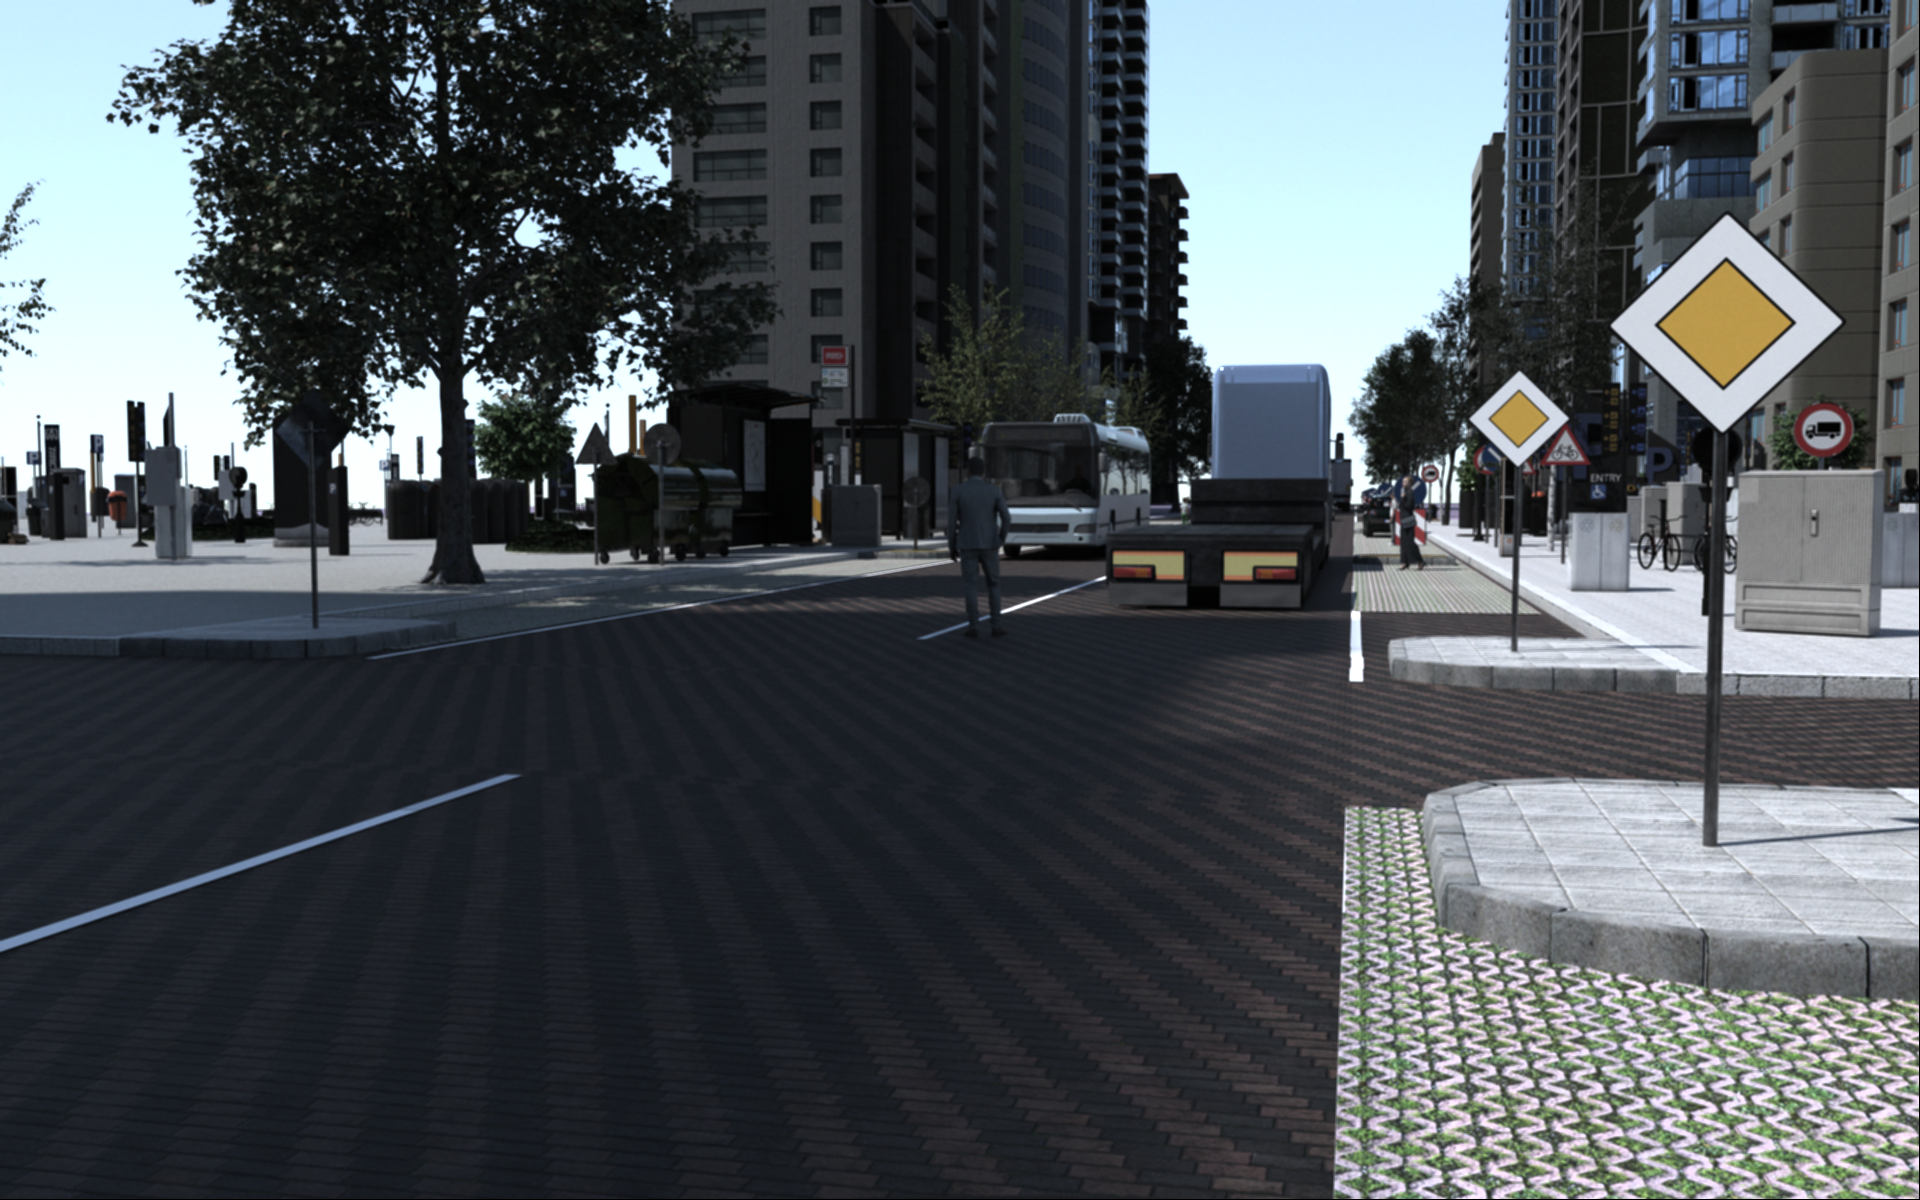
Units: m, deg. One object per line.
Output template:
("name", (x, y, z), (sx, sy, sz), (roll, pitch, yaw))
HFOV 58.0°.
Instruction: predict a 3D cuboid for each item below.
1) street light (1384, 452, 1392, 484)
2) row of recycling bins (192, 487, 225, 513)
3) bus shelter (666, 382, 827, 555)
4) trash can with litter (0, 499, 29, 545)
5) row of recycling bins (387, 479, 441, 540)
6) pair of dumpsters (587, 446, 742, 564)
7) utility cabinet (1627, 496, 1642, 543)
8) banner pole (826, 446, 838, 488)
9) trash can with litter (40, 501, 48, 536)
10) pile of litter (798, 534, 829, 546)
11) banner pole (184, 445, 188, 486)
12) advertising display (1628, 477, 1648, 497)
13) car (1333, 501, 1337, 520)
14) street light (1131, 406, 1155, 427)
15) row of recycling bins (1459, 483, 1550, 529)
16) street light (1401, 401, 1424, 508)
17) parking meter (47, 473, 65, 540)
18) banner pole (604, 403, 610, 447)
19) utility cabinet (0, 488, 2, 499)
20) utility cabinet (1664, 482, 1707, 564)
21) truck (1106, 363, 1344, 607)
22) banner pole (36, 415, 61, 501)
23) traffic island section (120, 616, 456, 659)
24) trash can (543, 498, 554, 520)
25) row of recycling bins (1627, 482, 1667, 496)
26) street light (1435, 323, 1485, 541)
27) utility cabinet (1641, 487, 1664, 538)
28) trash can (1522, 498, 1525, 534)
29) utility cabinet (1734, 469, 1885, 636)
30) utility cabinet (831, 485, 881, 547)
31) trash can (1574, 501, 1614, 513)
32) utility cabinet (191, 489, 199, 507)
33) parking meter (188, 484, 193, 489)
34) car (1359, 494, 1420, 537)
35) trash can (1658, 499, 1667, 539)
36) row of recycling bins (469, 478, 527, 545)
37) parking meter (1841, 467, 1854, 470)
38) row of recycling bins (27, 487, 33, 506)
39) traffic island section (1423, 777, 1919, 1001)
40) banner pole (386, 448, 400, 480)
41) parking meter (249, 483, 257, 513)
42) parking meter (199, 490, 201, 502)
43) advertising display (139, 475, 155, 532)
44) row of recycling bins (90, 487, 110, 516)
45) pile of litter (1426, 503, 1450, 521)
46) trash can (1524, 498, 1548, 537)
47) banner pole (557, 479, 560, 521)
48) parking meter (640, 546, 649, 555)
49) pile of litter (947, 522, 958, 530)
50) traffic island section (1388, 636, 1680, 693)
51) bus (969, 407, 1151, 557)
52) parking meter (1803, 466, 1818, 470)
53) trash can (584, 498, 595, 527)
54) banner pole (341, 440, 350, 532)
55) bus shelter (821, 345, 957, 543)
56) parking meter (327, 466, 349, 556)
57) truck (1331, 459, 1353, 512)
("street light", (30.817, -9.169, 122.448), (1.470, 5.913, 1.316), (1, 4, 13))
("row of recycling bins", (-42.066, -5.352, 94.625), (3.534, 1.692, 1.069), (-1, 4, -15))
("bus shelter", (-4.773, -2.958, 39.644), (1.731, 3.624, 6.357), (1, 4, 13))
("trash can with litter", (-24.227, -2.008, 44.221), (1.055, 1.170, 0.624), (1, 4, 22))
("row of recycling bins", (-15.634, -2.632, 50.138), (1.069, 1.692, 3.534), (0, 4, 5))
("pair of dumpsters", (-5.677, -1.901, 33.577), (1.574, 2.255, 4.437), (1, 4, 13))
("utility cabinet", (17.440, -2.116, 45.766), (1.020, 1.237, 0.306), (1, 4, 12))
("banner pole", (-6.594, -6.107, 89.862), (0.863, 3.779, 0.401), (2, 4, 29))
("trash can with litter", (-28.095, -2.552, 53.115), (1.055, 1.170, 0.624), (1, 4, 20))
("pile of litter", (-3.912, -1.830, 43.889), (1.176, 0.858, 1.719), (0, 4, 5))
("banner pole", (-39.815, -6.061, 89.117), (0.401, 3.779, 0.863), (-2, 4, -30))
("advertising display", (25.196, -3.635, 64.648), (0.974, 1.923, 0.123), (-1, 4, -11))
("car", (19.268, -5.109, 93.318), (2.009, 1.686, 4.222), (1, 4, 15))
("street light", (9.637, -7.302, 91.934), (1.470, 5.913, 1.316), (1, 4, 13))
("row of recycling bins", (20.360, -3.497, 64.288), (3.534, 1.692, 1.069), (1, 4, 17))
("street light", (22.476, -6.947, 86.126), (1.470, 5.913, 1.316), (1, 4, 13))
("parking meter", (-25.140, -2.597, 48.169), (0.399, 1.863, 0.255), (3, 4, 36))
("banner pole", (-9.749, -3.537, 47.847), (0.401, 3.779, 0.863), (-1, 4, -21))
("utility cabinet", (-34.887, -3.307, 62.750), (0.318, 1.500, 1.173), (3, 5, 43))
("utility cabinet", (13.241, -1.399, 31.551), (0.318, 1.500, 1.173), (3, 5, 42))
("truck", (5.107, -2.478, 30.278), (2.967, 4.110, 18.799), (1, 4, 13))
("banner pole", (-28.806, -3.956, 54.700), (0.863, 3.779, 0.401), (0, 4, -5))
("traffic island section", (-6.180, 0.350, 16.554), (2.009, 0.180, 2.903), (1, 4, 13))
("trash can", (-15.571, -3.259, 64.934), (0.748, 1.137, 0.748), (0, 3, 0))
("row of recycling bins", (23.360, -3.057, 57.095), (3.534, 1.692, 1.069), (2, 4, 26))
("street light", (13.617, -4.563, 47.140), (1.470, 5.913, 1.316), (1, 4, 13))
("utility cabinet", (20.474, -2.552, 50.397), (1.173, 1.500, 0.318), (0, 4, 5))
("trash can", (18.222, -2.707, 55.907), (0.748, 1.137, 0.748), (0, 3, 0))
("utility cabinet", (7.767, -0.440, 15.869), (0.318, 1.500, 1.173), (-3, 5, -44))
("utility cabinet", (-2.502, -2.021, 41.729), (1.173, 1.500, 0.318), (1, 4, 15))
("trash can", (12.622, -1.398, 34.507), (0.748, 1.137, 0.748), (0, 3, 0))
("utility cabinet", (-36.776, -4.516, 82.522), (1.173, 1.500, 0.318), (2, 4, 28))
("parking meter", (-44.998, -5.851, 101.370), (0.255, 1.863, 0.399), (-2, 4, -25))
("car", (14.446, -2.956, 58.118), (2.009, 1.686, 4.222), (1, 4, 11))
("trash can", (19.368, -2.167, 47.081), (0.748, 1.137, 0.748), (0, 3, 0))
("row of recycling bins", (-12.315, -2.357, 45.642), (1.069, 1.692, 3.534), (0, 4, 7))
("parking meter", (19.089, -1.944, 37.490), (0.399, 1.863, 0.255), (0, 4, 6))
("row of recycling bins", (-42.617, -4.520, 81.008), (1.069, 1.692, 3.534), (0, 4, -6))
("traffic island section", (2.757, 0.976, 6.326), (2.009, 0.180, 2.903), (1, 4, 13))
("banner pole", (-31.090, -6.414, 94.893), (0.863, 3.779, 0.401), (0, 4, -3))
("parking meter", (-36.522, -5.124, 89.480), (0.255, 1.863, 0.399), (-3, 5, -42))
("parking meter", (-38.347, -4.813, 87.101), (0.372, 1.533, 0.369), (0, 3, 0))
("advertising display", (-26.811, -3.207, 57.655), (0.974, 1.923, 0.123), (-1, 4, -23))
("row of recycling bins", (-50.981, -5.844, 102.656), (1.069, 1.692, 3.534), (-1, 4, -22))
("pile of litter", (22.692, -4.176, 82.237), (1.719, 0.858, 1.176), (-2, 4, -31))
("trash can", (17.543, -2.482, 52.233), (0.748, 1.137, 0.748), (0, 3, 0))
("banner pole", (-17.586, -5.246, 75.796), (0.401, 3.779, 0.863), (0, 4, -5))
("parking meter", (-6.655, -1.897, 36.734), (0.255, 1.863, 0.399), (-1, 4, -9))
("pile of litter", (-0.748, -2.949, 62.184), (1.719, 0.858, 1.176), (-1, 4, -9))
("traffic island section", (4.535, 0.500, 14.111), (2.009, 0.180, 2.903), (1, 4, 13))
("bus", (2.794, -2.914, 42.503), (2.948, 3.499, 13.247), (1, 4, 11))
("parking meter", (17.750, -1.853, 36.013), (0.399, 1.863, 0.255), (0, 4, 7))
("trash can", (-14.205, -3.395, 67.158), (0.748, 1.137, 0.748), (0, 3, 0))
("banner pole", (-21.024, -4.224, 59.074), (0.401, 3.779, 0.863), (-1, 4, -12))
("bus shelter", (-2.109, -4.377, 49.200), (2.179, 5.291, 8.768), (1, 4, 13))
("parking meter", (-12.987, -1.863, 36.165), (0.399, 1.863, 0.255), (2, 4, 33))
("truck", (31.137, -9.453, 143.466), (2.839, 4.237, 11.283), (1, 4, 12))
